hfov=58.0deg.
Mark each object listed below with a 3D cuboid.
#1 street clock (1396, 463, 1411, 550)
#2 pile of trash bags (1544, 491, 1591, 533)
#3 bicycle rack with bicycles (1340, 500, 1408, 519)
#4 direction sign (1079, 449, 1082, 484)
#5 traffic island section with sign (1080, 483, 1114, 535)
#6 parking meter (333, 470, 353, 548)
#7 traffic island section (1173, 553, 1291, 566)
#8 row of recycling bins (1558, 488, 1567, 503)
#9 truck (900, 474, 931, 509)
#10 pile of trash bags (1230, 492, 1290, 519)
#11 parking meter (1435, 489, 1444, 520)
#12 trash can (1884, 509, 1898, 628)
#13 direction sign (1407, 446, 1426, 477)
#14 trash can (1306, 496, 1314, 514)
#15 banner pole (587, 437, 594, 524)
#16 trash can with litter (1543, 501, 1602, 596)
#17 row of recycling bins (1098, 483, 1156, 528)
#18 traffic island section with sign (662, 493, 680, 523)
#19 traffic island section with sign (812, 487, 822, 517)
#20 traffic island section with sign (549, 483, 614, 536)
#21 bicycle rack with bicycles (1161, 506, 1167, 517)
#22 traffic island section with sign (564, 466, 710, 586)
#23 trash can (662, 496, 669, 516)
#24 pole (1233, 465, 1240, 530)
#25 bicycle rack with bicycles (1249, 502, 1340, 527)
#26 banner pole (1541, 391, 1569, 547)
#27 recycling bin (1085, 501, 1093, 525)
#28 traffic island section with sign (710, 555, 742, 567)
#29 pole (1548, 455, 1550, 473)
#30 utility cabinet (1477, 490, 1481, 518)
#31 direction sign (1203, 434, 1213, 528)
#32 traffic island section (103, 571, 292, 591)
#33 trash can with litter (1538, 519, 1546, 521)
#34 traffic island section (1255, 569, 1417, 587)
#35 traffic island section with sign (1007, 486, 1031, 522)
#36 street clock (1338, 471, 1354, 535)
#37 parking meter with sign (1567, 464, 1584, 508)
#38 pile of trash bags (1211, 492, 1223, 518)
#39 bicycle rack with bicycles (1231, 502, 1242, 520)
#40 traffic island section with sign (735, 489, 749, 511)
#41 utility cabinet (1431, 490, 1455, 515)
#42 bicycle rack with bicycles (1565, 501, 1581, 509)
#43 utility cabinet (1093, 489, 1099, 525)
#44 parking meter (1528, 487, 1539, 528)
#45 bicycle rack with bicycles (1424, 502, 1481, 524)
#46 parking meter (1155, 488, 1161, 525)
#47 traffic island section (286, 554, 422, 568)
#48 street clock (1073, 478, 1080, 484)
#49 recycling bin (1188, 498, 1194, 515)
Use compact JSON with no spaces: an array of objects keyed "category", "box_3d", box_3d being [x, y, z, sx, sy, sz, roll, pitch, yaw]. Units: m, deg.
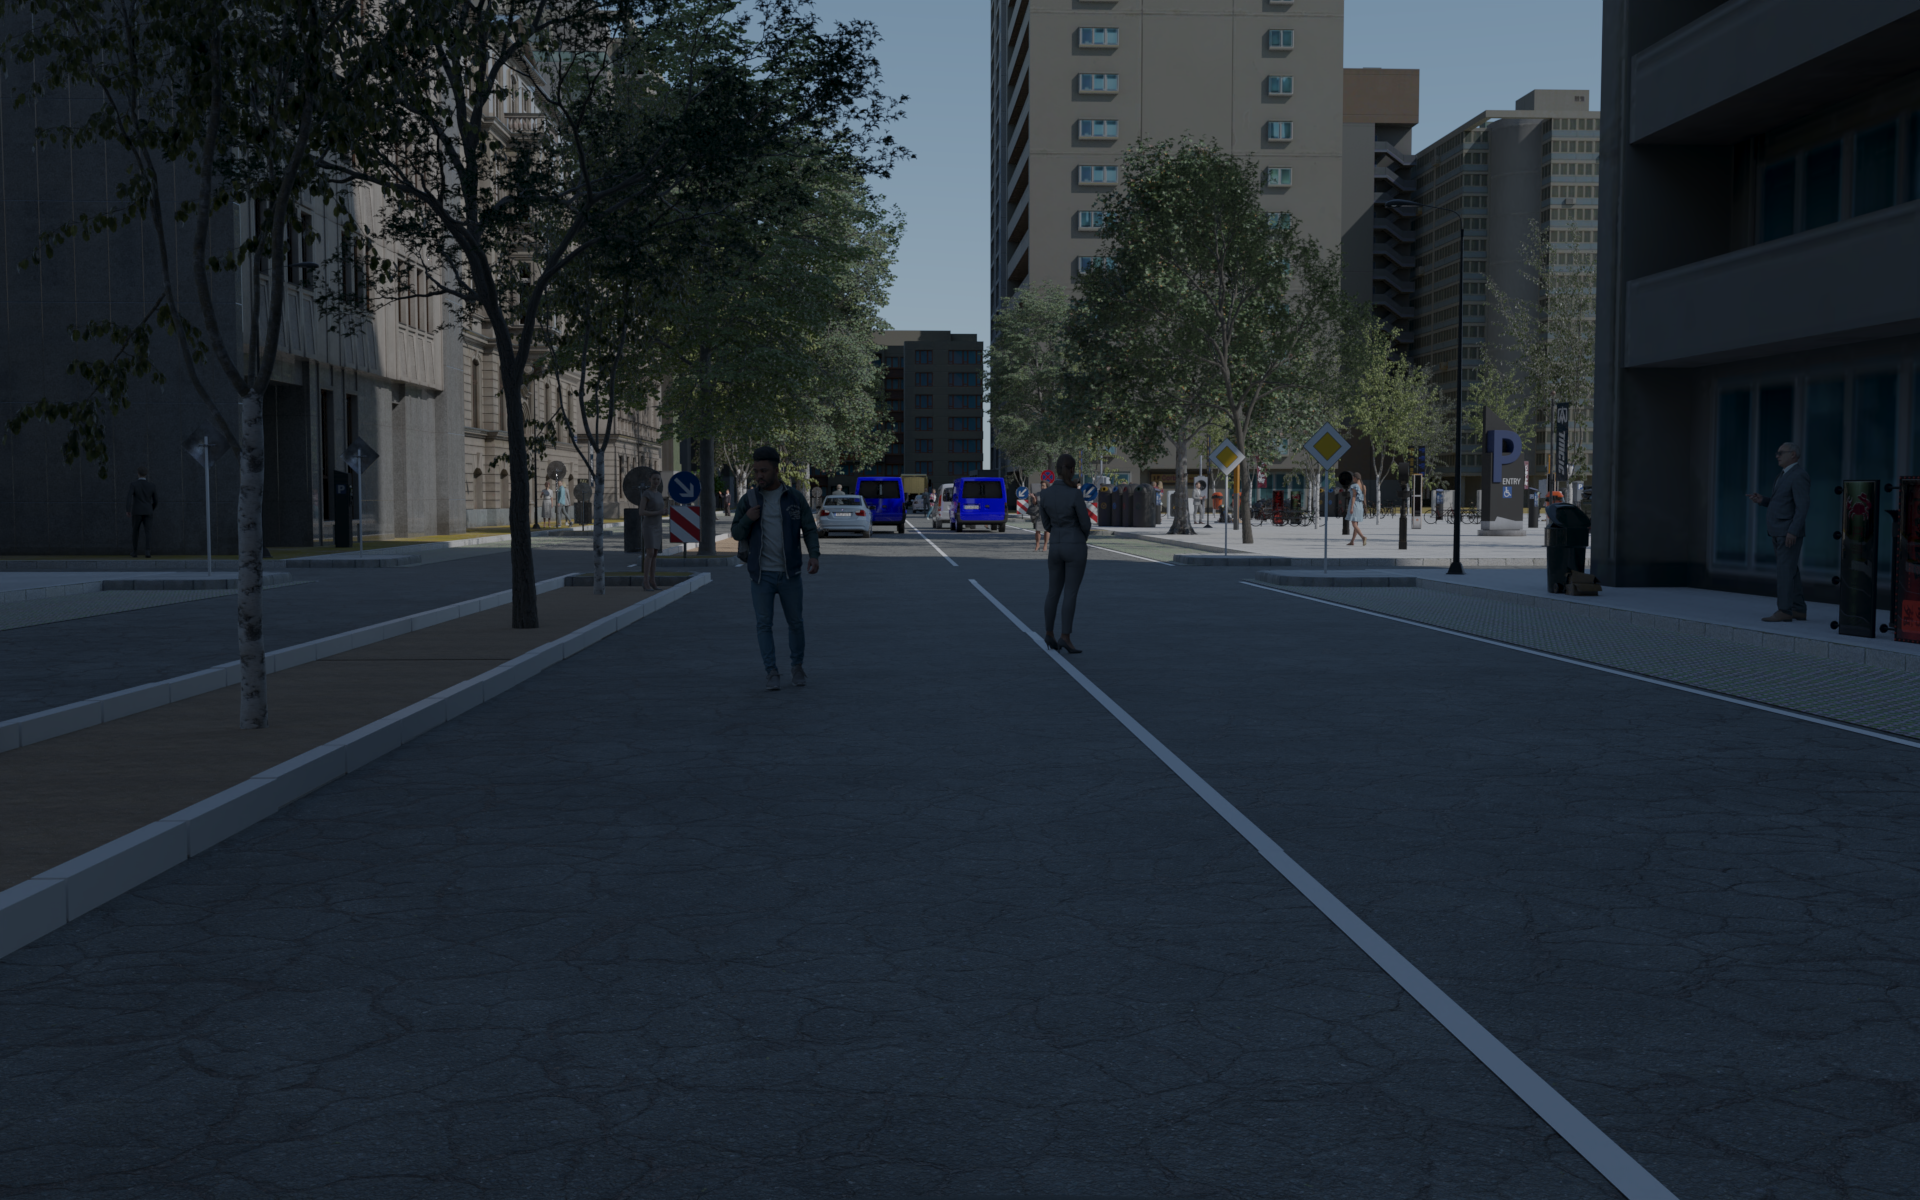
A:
[{"category":"street clock","box_3d":[10.237,-2.166,39.982,0.358,2.002,0.471,1,4,17]},{"category":"pile of trash bags","box_3d":[20.734,-2.836,56.127,3.447,1.369,1.912,1,4,16]},{"category":"bicycle rack with bicycles","box_3d":[21.317,-4.712,90.431,2.852,0.926,2.925,-2,4,-25]},{"category":"direction sign","box_3d":[6.008,-5.779,86.486,0.379,3.537,0.876,1,4,13]},{"category":"traffic island section with sign","box_3d":[4.346,-3.213,61.164,1.989,1.847,2.006,0,4,-3]},{"category":"parking meter","box_3d":[-14.771,-2.190,41.520,0.399,1.863,0.255,0,4,-2]},{"category":"traffic island section","box_3d":[5.559,-0.835,35.934,2.009,0.180,2.903,0,4,-3]},{"category":"row of recycling bins","box_3d":[40.096,-6.374,111.329,3.534,1.692,1.069,0,4,-7]},{"category":"truck","box_3d":[-4.442,-10.452,166.820,3.469,3.379,9.791,0,4,-2]},{"category":"pile of trash bags","box_3d":[15.529,-4.787,88.022,3.447,1.369,1.912,0,4,8]},{"category":"parking meter","box_3d":[23.631,-4.705,85.331,0.372,1.533,0.369,0,3,0]},{"category":"trash can","box_3d":[8.835,-0.253,15.797,0.748,1.137,0.748,0,3,0]},{"category":"direction sign","box_3d":[21.319,-5.443,80.995,0.876,3.537,0.379,3,4,36]},{"category":"trash can","box_3d":[21.674,-5.802,106.514,0.748,1.137,0.748,0,3,0]},{"category":"banner pole","box_3d":[-15.865,-5.164,74.442,0.401,3.779,0.863,0,4,6]},{"category":"trash can with litter","box_3d":[7.918,-0.660,22.186,0.624,1.170,1.055,0,4,-6]},{"category":"row of recycling bins","box_3d":[6.519,-3.698,67.576,1.069,1.692,3.534,-2,4,-25]},{"category":"traffic island section with sign","box_3d":[-14.338,-4.793,86.992,1.989,1.847,2.006,0,4,-3]},{"category":"traffic island section with sign","box_3d":[-9.121,-6.237,110.115,2.006,1.907,1.989,0,4,-3]},{"category":"traffic island section with sign","box_3d":[-13.013,-3.122,59.679,1.989,1.847,2.006,0,4,-3]},{"category":"bicycle rack with bicycles","box_3d":[9.782,-5.008,95.266,2.925,0.926,2.852,1,4,13]},{"category":"traffic island section with sign","box_3d":[-5.150,-1.194,27.664,2.006,1.907,1.989,0,4,-3]},{"category":"trash can","box_3d":[-17.431,-5.524,101.966,0.748,1.137,0.748,0,3,0]},{"category":"pole","box_3d":[9.858,-4.152,61.736,0.158,3.312,0.155,0,3,0]},{"category":"bicycle rack with bicycles","box_3d":[13.178,-3.386,68.750,2.925,0.926,2.852,2,4,27]},{"category":"banner pole","box_3d":[14.417,-3.167,41.800,0.401,3.779,0.863,-1,4,-16]},{"category":"recycling bin","box_3d":[5.429,-3.702,73.082,0.722,1.027,0.722,0,4,-5]},{"category":"traffic island section with sign","box_3d":[-5.497,-1.647,35.063,2.006,1.907,1.989,0,4,-3]},{"category":"pole","box_3d":[30.714,-5.894,90.214,0.158,3.312,0.155,0,3,0]},{"category":"utility cabinet","box_3d":[27.336,-5.030,90.926,0.318,1.500,1.173,1,4,10]},{"category":"direction sign","box_3d":[9.413,-4.505,65.661,0.379,3.537,0.876,1,4,15]},{"category":"traffic island section","box_3d":[-11.778,-0.295,27.112,2.009,0.180,2.903,0,4,-3]},{"category":"trash can with litter","box_3d":[28.076,-4.308,81.493,1.678,1.210,2.233,3,5,44]},{"category":"traffic island section","box_3d":[5.943,-0.347,27.958,2.009,0.180,2.903,0,4,-3]},{"category":"traffic island section with sign","box_3d":[3.031,-4.890,88.581,1.989,1.847,2.006,0,4,-3]},{"category":"street clock","box_3d":[12.109,-3.041,54.284,0.471,2.002,0.358,2,4,33]},{"category":"parking meter with sign","box_3d":[35.874,-6.389,100.728,0.543,3.016,1.738,-1,4,-12]},{"category":"pile of trash bags","box_3d":[14.923,-5.051,92.337,3.447,1.369,1.912,3,5,39]},{"category":"bicycle rack with bicycles","box_3d":[14.351,-4.370,84.833,2.852,0.926,2.925,3,5,43]},{"category":"traffic island section with sign","box_3d":[-16.735,-7.836,136.745,1.989,1.847,2.006,0,4,-3]},{"category":"utility cabinet","box_3d":[28.579,-5.752,102.727,1.173,1.500,0.318,0,4,-5]},{"category":"bicycle rack with bicycles","box_3d":[34.356,-5.007,95.245,2.852,0.926,2.925,2,4,34]},{"category":"utility cabinet","box_3d":[5.727,-3.773,70.368,0.318,1.500,1.173,-1,4,-16]},{"category":"parking meter","box_3d":[21.704,-3.494,65.541,0.372,1.533,0.369,0,3,0]},{"category":"bicycle rack with bicycles","box_3d":[21.634,-3.716,74.140,2.925,0.926,2.852,2,4,33]},{"category":"parking meter","box_3d":[8.280,-3.948,72.968,0.372,1.533,0.369,0,3,0]},{"category":"traffic island section","box_3d":[-12.162,-0.783,35.088,2.009,0.180,2.903,0,4,-3]},{"category":"street clock","box_3d":[5.391,-4.620,80.110,0.358,2.002,0.471,1,4,22]},{"category":"recycling bin","box_3d":[14.035,-5.804,107.448,0.722,1.027,0.722,-3,5,-44]}]
